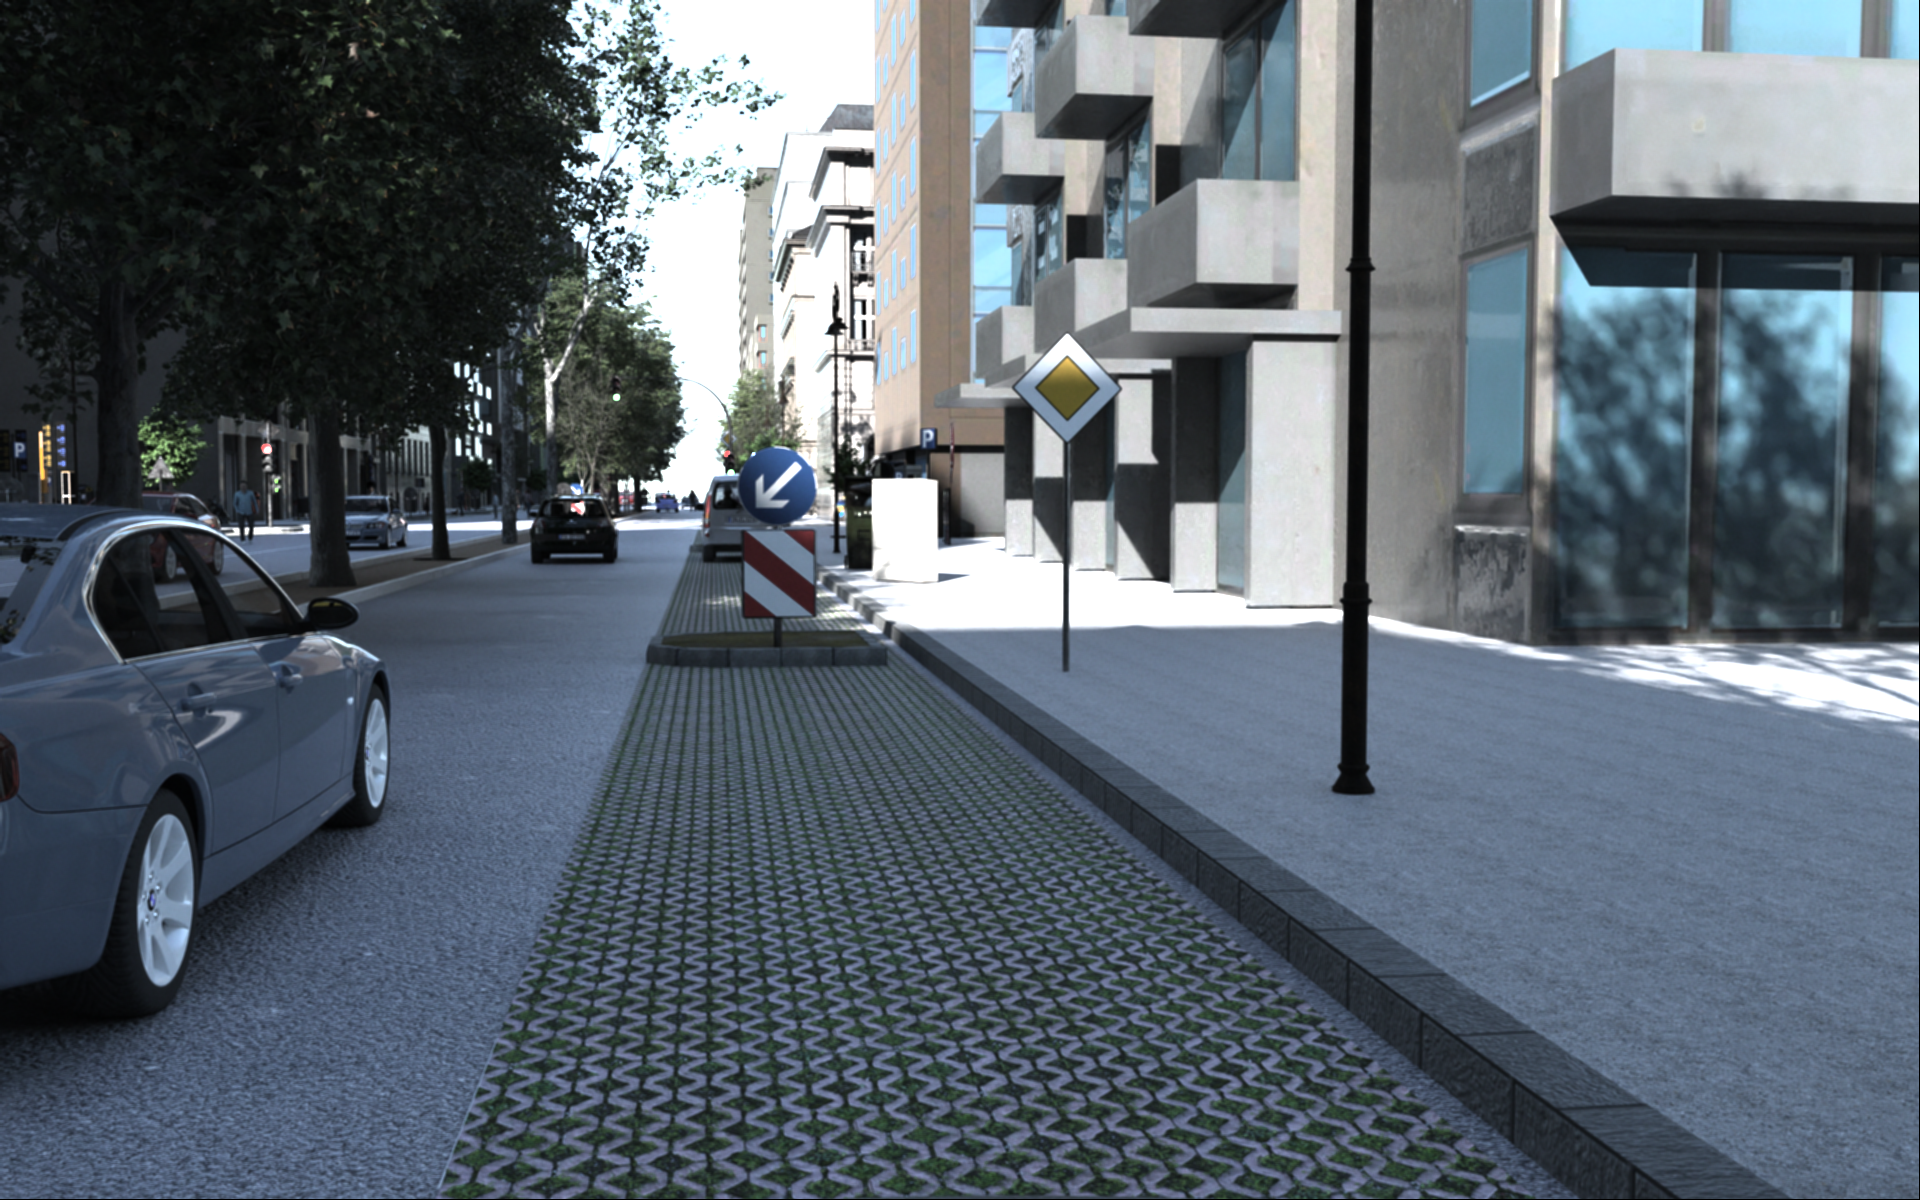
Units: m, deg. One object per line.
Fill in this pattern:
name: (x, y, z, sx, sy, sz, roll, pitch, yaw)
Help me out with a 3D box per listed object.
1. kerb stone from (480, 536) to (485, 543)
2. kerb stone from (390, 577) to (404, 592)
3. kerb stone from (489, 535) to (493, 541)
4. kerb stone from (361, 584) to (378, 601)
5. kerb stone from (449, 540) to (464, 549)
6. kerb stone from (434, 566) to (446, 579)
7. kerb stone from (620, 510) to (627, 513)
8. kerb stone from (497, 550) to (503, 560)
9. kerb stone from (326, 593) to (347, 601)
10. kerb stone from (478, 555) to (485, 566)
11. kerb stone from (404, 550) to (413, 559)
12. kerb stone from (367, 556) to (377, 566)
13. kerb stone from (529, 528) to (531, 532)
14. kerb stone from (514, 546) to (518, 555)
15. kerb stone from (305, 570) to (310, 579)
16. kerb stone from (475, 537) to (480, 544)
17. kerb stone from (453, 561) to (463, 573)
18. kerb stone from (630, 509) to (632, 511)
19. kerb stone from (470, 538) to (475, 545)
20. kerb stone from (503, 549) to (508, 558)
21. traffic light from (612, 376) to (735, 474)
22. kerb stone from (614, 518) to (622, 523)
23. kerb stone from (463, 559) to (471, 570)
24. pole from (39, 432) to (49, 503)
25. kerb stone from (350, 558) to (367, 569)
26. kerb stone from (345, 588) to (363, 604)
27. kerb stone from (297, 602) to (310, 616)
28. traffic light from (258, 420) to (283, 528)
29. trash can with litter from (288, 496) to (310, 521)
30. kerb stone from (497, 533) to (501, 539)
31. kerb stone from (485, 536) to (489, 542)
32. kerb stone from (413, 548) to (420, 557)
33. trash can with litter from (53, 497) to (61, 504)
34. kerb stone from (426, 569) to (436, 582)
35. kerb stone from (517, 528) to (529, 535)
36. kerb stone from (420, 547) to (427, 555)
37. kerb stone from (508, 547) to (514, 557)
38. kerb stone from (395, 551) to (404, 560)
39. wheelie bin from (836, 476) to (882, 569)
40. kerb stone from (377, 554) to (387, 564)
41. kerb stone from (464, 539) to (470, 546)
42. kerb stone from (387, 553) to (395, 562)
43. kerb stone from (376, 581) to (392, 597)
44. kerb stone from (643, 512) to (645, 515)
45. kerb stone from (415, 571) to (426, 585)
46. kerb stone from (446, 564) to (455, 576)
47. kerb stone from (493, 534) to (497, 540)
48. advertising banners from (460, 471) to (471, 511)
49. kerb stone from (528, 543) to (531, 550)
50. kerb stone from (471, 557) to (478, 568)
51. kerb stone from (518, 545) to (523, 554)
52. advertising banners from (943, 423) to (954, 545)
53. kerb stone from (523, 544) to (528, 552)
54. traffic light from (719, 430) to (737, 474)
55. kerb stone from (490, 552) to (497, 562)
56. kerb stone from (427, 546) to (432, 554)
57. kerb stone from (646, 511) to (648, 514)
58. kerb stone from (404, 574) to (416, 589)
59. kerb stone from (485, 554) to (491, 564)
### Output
kerb stone: (-14.084, -1.735, 50.570, 0.120, 0.150, 1.000, -1, 4, -8)
kerb stone: (-8.375, -0.202, 25.503, 0.120, 0.150, 1.000, -1, 4, -8)
kerb stone: (-14.387, -1.859, 52.592, 0.120, 0.150, 1.000, -1, 4, -8)
kerb stone: (-8.087, -0.077, 23.475, 0.120, 0.150, 1.000, -1, 4, -8)
kerb stone: (-13.510, -1.482, 46.509, 0.120, 0.150, 1.000, -1, 4, -8)
kerb stone: (-8.961, -0.451, 29.567, 0.120, 0.150, 1.000, -1, 4, -8)
kerb stone: (-26.087, -6.858, 134.316, 0.120, 0.150, 1.000, -1, 4, -8)
kerb stone: (-10.125, -0.947, 37.683, 0.120, 0.150, 1.000, -1, 4, -8)
kerb stone: (-7.792, 0.047, 21.434, 0.120, 0.150, 1.000, -1, 4, -8)
kerb stone: (-9.680, -0.761, 34.642, 0.120, 0.150, 1.000, -1, 4, -8)
kerb stone: (-12.333, -0.990, 38.378, 0.120, 0.150, 1.000, -1, 4, -8)
kerb stone: (-11.762, -0.741, 34.308, 0.120, 0.150, 1.000, -1, 4, -8)
kerb stone: (-15.983, -2.537, 63.755, 0.120, 0.150, 1.000, -1, 4, -8)
kerb stone: (-10.563, -1.128, 40.725, 0.120, 0.150, 1.000, -1, 4, -8)
kerb stone: (-11.036, -0.419, 29.237, 0.120, 0.150, 1.000, -1, 4, -8)
kerb stone: (-13.942, -1.673, 49.552, 0.120, 0.150, 1.000, -1, 4, -8)
kerb stone: (-9.248, -0.575, 31.600, 0.120, 0.150, 1.000, -1, 4, -8)
kerb stone: (-27.548, -7.478, 144.467, 0.120, 0.150, 1.000, -1, 4, -8)
kerb stone: (-13.805, -1.607, 48.538, 0.120, 0.150, 1.000, -1, 4, -8)
kerb stone: (-10.267, -1.010, 38.701, 0.120, 0.150, 1.000, -1, 4, -8)
traffic light: (-11.051, -5.668, 67.332, 4.771, 5.953, 1.251, -1, 4, -8)
kerb stone: (-17.173, -3.951, 86.887, 0.120, 0.150, 1.000, -1, 4, -8)
kerb stone: (-9.391, -0.637, 32.612, 0.120, 0.150, 1.000, -1, 4, -8)
pole: (-29.959, -3.842, 56.660, 0.158, 3.312, 0.155, 0, 3, 0)
kerb stone: (-11.608, -0.677, 33.291, 0.120, 0.150, 1.000, -1, 4, -8)
kerb stone: (-7.941, -0.016, 22.450, 0.120, 0.150, 1.000, -1, 4, -8)
kerb stone: (-7.640, 0.109, 20.414, 0.120, 0.150, 1.000, -1, 4, -8)
traffic light: (-26.029, -4.673, 65.320, 0.839, 4.253, 0.868, -1, 4, -8)
trash can with litter: (-31.572, -4.487, 84.420, 2.233, 1.210, 1.678, -1, 4, -22)
kerb stone: (-14.665, -1.983, 54.618, 0.120, 0.150, 1.000, -1, 4, -8)
kerb stone: (-14.240, -1.797, 51.580, 0.120, 0.150, 1.000, -1, 4, -8)
kerb stone: (-12.487, -1.052, 39.394, 0.120, 0.150, 1.000, -1, 4, -8)
trash can with litter: (-32.525, -3.108, 62.204, 0.624, 1.170, 1.055, 0, 4, -4)
kerb stone: (-8.823, -0.389, 28.551, 0.120, 0.150, 1.000, -1, 4, -8)
kerb stone: (-15.835, -2.480, 62.739, 0.120, 0.150, 1.000, -1, 4, -8)
kerb stone: (-12.639, -1.113, 40.410, 0.120, 0.150, 1.000, -1, 4, -8)
kerb stone: (-10.410, -1.071, 39.714, 0.120, 0.150, 1.000, -1, 4, -8)
kerb stone: (-12.197, -0.921, 37.359, 0.120, 0.150, 1.000, -1, 4, -8)
wheelie bin: (-1.633, -1.339, 29.798, 0.980, 1.594, 0.693, 0, 4, -6)
kerb stone: (-11.899, -0.803, 35.327, 0.120, 0.150, 1.000, -1, 4, -8)
kerb stone: (-13.654, -1.547, 47.520, 0.120, 0.150, 1.000, -1, 4, -8)
kerb stone: (-12.057, -0.865, 36.346, 0.120, 0.150, 1.000, -1, 4, -8)
kerb stone: (-8.229, -0.140, 24.488, 0.120, 0.150, 1.000, -1, 4, -8)
kerb stone: (-21.234, -5.694, 115.305, 0.120, 0.150, 1.000, -1, 4, -8)
kerb stone: (-8.674, -0.327, 27.540, 0.120, 0.150, 1.000, -1, 4, -8)
kerb stone: (-9.102, -0.507, 30.583, 0.120, 0.150, 1.000, -1, 4, -8)
kerb stone: (-14.525, -1.920, 53.605, 0.120, 0.150, 1.000, -1, 4, -8)
advertising banners: (-37.386, -8.241, 130.935, 0.090, 3.025, 2.074, 0, 4, 4)
kerb stone: (-10.991, -1.316, 43.765, 0.120, 0.150, 1.000, -1, 4, -8)
kerb stone: (-9.545, -0.699, 33.628, 0.120, 0.150, 1.000, -1, 4, -8)
kerb stone: (-10.702, -1.195, 41.738, 0.120, 0.150, 1.000, -1, 4, -8)
advertising banners: (-0.294, -2.904, 43.676, 0.090, 3.025, 2.074, 0, 4, -6)
kerb stone: (-10.845, -1.257, 42.753, 0.120, 0.150, 1.000, -1, 4, -8)
traffic light: (-10.126, -5.306, 75.673, 0.839, 4.253, 0.868, -1, 4, -8)
kerb stone: (-9.981, -0.880, 36.664, 0.120, 0.150, 1.000, -1, 4, -8)
kerb stone: (-12.778, -1.176, 41.429, 0.120, 0.150, 1.000, -1, 4, -8)
kerb stone: (-21.970, -6.005, 120.380, 0.120, 0.150, 1.000, -1, 4, -8)
kerb stone: (-8.522, -0.262, 26.529, 0.120, 0.150, 1.000, -1, 4, -8)
kerb stone: (-9.832, -0.823, 35.653, 0.120, 0.150, 1.000, -1, 4, -8)
